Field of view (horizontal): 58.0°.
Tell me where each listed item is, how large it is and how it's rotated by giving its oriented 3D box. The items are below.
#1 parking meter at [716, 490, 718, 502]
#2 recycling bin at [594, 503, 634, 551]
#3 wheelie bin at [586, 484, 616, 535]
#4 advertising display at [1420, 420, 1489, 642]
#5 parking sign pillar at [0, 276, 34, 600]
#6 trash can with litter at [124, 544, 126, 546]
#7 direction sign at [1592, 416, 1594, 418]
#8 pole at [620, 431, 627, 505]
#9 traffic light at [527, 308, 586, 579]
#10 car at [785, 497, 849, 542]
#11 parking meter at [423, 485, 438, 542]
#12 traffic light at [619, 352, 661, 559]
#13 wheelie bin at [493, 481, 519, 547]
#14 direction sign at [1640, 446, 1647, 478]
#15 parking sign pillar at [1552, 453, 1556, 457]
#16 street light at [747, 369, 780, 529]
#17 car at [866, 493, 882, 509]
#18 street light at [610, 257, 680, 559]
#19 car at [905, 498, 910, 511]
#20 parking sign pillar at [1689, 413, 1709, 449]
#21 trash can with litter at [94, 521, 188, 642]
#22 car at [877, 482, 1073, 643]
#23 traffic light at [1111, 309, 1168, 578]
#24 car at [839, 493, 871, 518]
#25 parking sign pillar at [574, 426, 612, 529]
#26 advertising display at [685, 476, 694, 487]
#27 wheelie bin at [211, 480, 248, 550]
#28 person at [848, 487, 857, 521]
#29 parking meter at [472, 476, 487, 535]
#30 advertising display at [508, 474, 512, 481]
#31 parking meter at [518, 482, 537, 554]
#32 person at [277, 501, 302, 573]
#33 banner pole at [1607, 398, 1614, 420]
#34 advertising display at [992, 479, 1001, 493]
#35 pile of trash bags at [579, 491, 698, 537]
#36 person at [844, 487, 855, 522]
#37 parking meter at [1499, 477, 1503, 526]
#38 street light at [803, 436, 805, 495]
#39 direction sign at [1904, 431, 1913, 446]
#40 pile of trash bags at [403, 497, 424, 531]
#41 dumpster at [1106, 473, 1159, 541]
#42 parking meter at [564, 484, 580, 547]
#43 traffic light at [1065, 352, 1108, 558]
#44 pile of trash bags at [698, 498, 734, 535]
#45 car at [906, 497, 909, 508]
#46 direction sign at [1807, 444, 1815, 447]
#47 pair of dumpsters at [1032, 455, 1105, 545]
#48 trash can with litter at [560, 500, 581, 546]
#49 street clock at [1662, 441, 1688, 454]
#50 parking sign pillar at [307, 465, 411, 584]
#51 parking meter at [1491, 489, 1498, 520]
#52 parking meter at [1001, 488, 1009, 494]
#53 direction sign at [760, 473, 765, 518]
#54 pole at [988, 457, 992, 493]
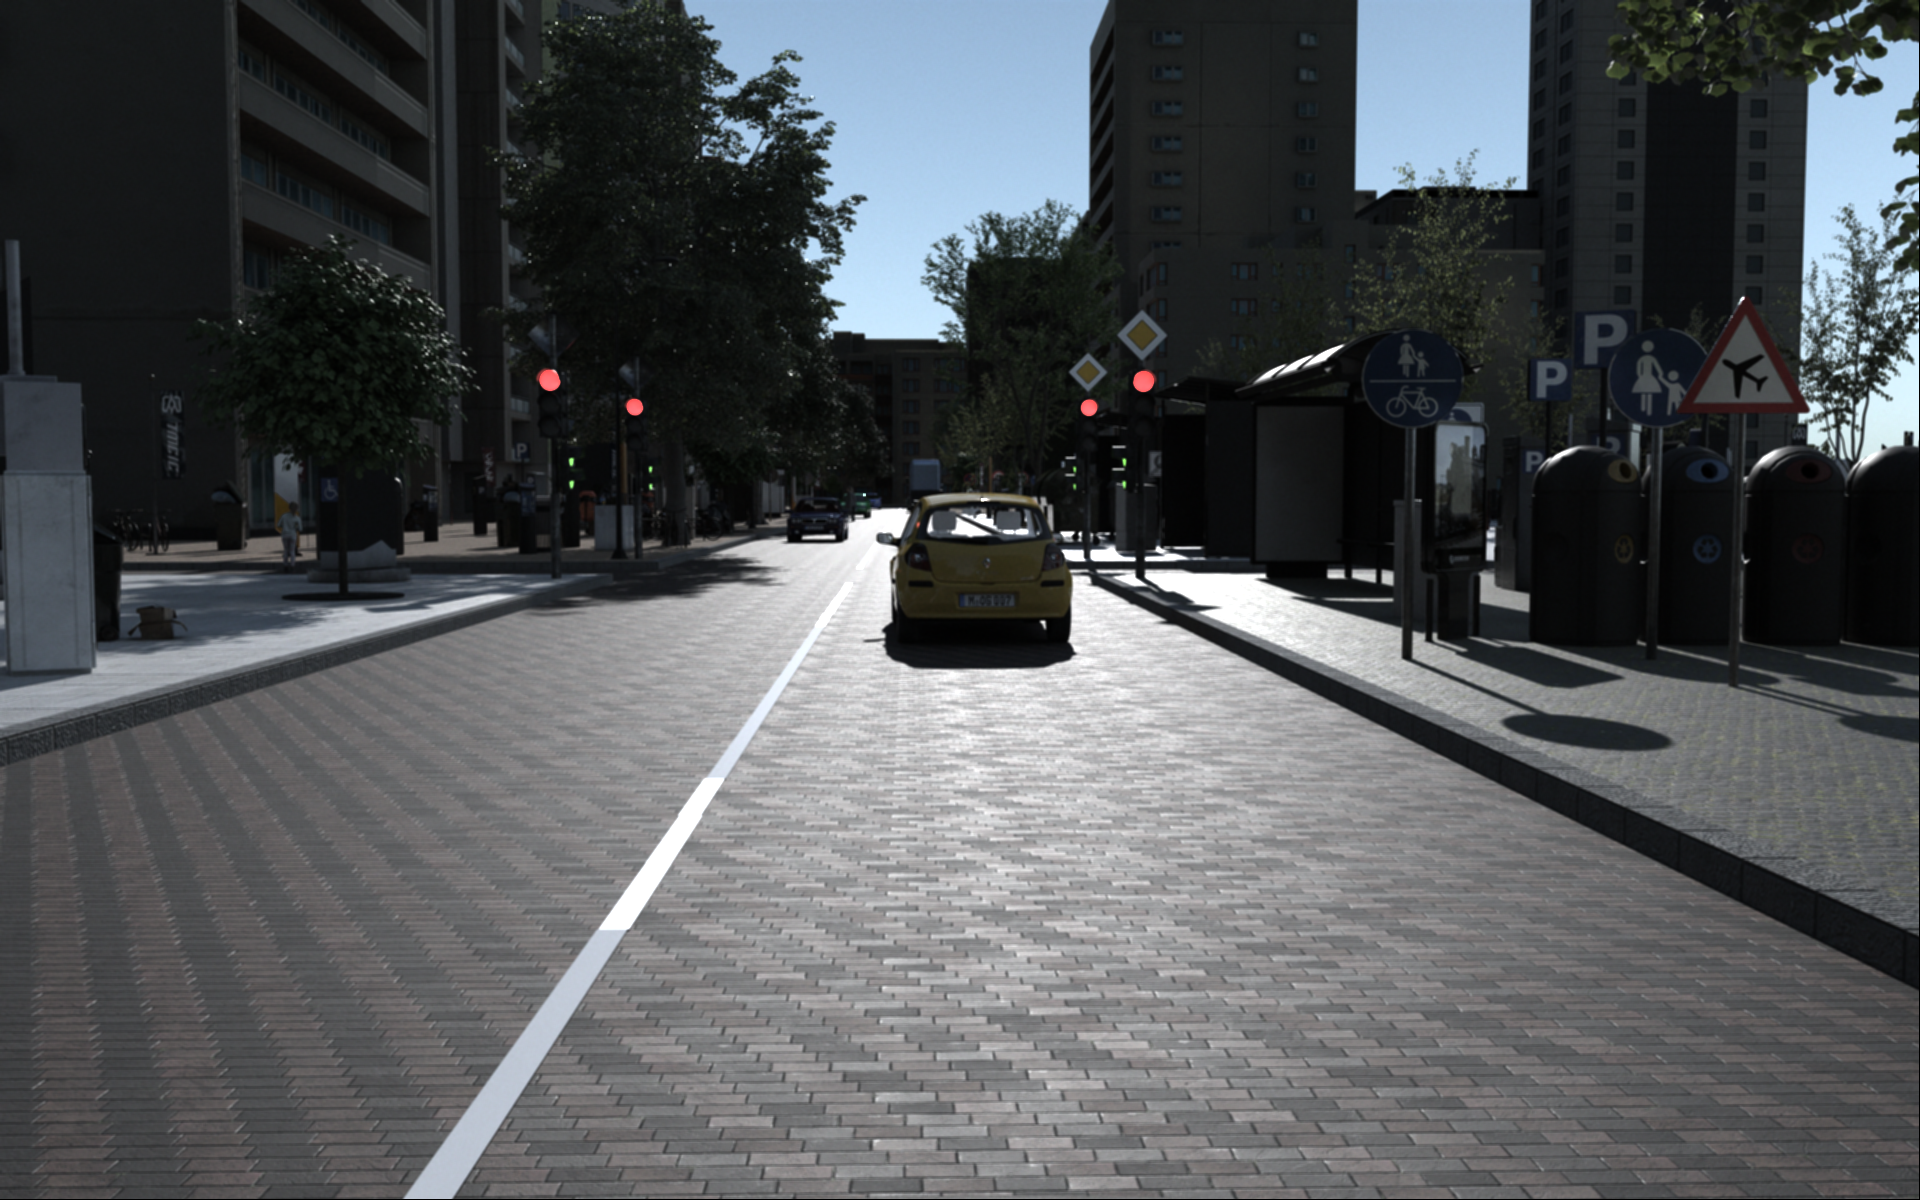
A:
[{"bbox_3d":[-13.573,-5.461,97.705,0.372,1.533,0.369,0,3,0],"label":"parking meter"},{"bbox_3d":[-7.852,-1.638,39.336,0.722,1.027,0.722,0,4,7],"label":"recycling bin"},{"bbox_3d":[-11.238,-2.816,53.951,0.980,1.594,0.693,3,5,42],"label":"wheelie bin"},{"bbox_3d":[4.375,-0.618,15.321,0.123,1.923,0.974,3,5,44],"label":"advertising display"},{"bbox_3d":[-12.122,-2.010,21.329,1.447,3.967,1.447,-2,4,-30],"label":"parking sign pillar"},{"bbox_3d":[-21.646,-1.942,42.806,2.233,1.210,1.678,2,4,23],"label":"trash can with litter"},{"bbox_3d":[18.399,-3.576,50.457,0.379,3.537,0.876,1,4,22],"label":"direction sign"},{"bbox_3d":[-10.810,-3.782,55.675,0.158,3.312,0.155,0,3,0],"label":"pole"},{"bbox_3d":[-6.112,-2.279,26.184,0.839,4.253,0.868,0,4,-2],"label":"traffic light"},{"bbox_3d":[-4.380,-2.503,53.503,1.945,1.354,3.894,0,4,-1],"label":"car"},{"bbox_3d":[-14.336,-2.354,46.902,0.372,1.533,0.369,0,3,0],"label":"parking meter"},{"bbox_3d":[-6.341,-2.767,34.165,0.839,4.253,0.868,0,4,-2],"label":"traffic light"},{"bbox_3d":[-10.924,-2.096,42.170,0.980,1.594,0.693,3,5,42],"label":"wheelie bin"},{"bbox_3d":[32.502,-5.484,81.657,0.876,3.537,0.379,2,4,35],"label":"direction sign"},{"bbox_3d":[36.250,-7.181,105.881,1.447,3.967,1.447,0,4,8],"label":"parking sign pillar"},{"bbox_3d":[-7.164,-5.600,64.097,1.470,5.913,1.316,0,4,-2],"label":"street light"},{"bbox_3d":[-8.388,-9.482,164.615,1.945,1.707,3.694,0,3,0],"label":"car"},{"bbox_3d":[-6.192,-3.763,34.061,1.470,5.913,1.316,0,4,-2],"label":"street light"},{"bbox_3d":[-3.705,-8.502,150.802,2.131,1.459,4.920,0,4,-2],"label":"car"},{"bbox_3d":[21.833,-3.835,51.180,1.447,3.967,1.447,2,4,26],"label":"parking sign pillar"},{"bbox_3d":[-7.407,-0.238,15.283,1.055,1.170,0.624,-1,4,-23],"label":"trash can with litter"},{"bbox_3d":[0.141,-0.484,18.141,2.015,1.641,3.980,0,4,-3],"label":"car"},{"bbox_3d":[2.745,-2.296,26.453,0.839,4.253,0.868,0,4,-2],"label":"traffic light"},{"bbox_3d":[-6.306,-5.809,103.766,1.959,1.807,4.718,0,3,0],"label":"car"},{"bbox_3d":[-13.649,-4.646,64.434,1.447,3.967,1.447,-2,4,-25],"label":"parking sign pillar"},{"bbox_3d":[-10.055,-3.496,62.376,0.974,1.923,0.123,-2,4,-31],"label":"advertising display"},{"bbox_3d":[-16.740,-1.944,39.692,0.693,1.594,0.980,-1,4,-13],"label":"wheelie bin"},{"bbox_3d":[-5.819,-5.062,91.454,0.709,1.800,0.728,1,4,22],"label":"person"},{"bbox_3d":[-15.217,-3.006,54.862,0.399,1.863,0.255,-3,5,-41],"label":"parking meter"},{"bbox_3d":[-14.359,-3.066,55.340,0.123,1.923,0.974,-1,4,-15],"label":"advertising display"},{"bbox_3d":[-9.241,-1.748,36.996,0.372,1.533,0.369,0,3,0],"label":"parking meter"},{"bbox_3d":[-12.169,-1.141,31.441,0.425,1.301,0.394,-1,4,-23],"label":"person"},{"bbox_3d":[16.685,-3.334,44.529,0.401,3.779,0.863,2,4,31],"label":"banner pole"},{"bbox_3d":[1.549,-4.153,73.119,0.123,1.923,0.974,-1,4,-15],"label":"advertising display"},{"bbox_3d":[-9.853,-2.603,52.308,3.447,1.369,1.912,0,4,0],"label":"pile of trash bags"},{"bbox_3d":[-5.780,-4.951,89.551,0.767,1.812,0.694,-1,4,-15],"label":"person"},{"bbox_3d":[15.871,-2.722,50.218,0.399,1.863,0.255,0,4,-4],"label":"parking meter"},{"bbox_3d":[-7.913,-7.407,93.647,1.470,5.913,1.316,0,4,-2],"label":"street light"},{"bbox_3d":[34.378,-4.333,62.849,0.876,3.537,0.379,-3,5,-44],"label":"direction sign"},{"bbox_3d":[-19.315,-3.049,59.596,1.912,1.369,3.447,0,4,0],"label":"pile of trash bags"},{"bbox_3d":[4.675,-2.508,46.758,1.264,1.857,1.865,0,4,-2],"label":"dumpster"},{"bbox_3d":[-9.390,-2.048,41.892,0.372,1.533,0.369,0,3,0],"label":"parking meter"},{"bbox_3d":[2.516,-2.784,34.434,0.839,4.253,0.868,0,4,-2],"label":"traffic light"},{"bbox_3d":[-8.891,-2.792,55.394,3.447,1.369,1.912,2,4,24],"label":"pile of trash bags"},{"bbox_3d":[-4.683,-10.295,180.677,2.083,1.381,4.827,0,4,-3],"label":"car"},{"bbox_3d":[38.498,-5.321,78.992,0.876,3.537,0.379,0,4,-3],"label":"direction sign"},{"bbox_3d":[2.821,-2.616,45.263,1.574,2.255,4.437,0,4,-2],"label":"pair of dumpsters"},{"bbox_3d":[-9.789,-1.934,43.000,0.624,1.170,1.055,-2,4,-27],"label":"trash can with litter"},{"bbox_3d":[9.870,-1.186,23.954,0.471,2.002,0.358,-3,5,-41],"label":"street clock"},{"bbox_3d":[-8.853,-2.260,25.417,1.447,3.967,1.447,1,4,15],"label":"parking sign pillar"},{"bbox_3d":[26.545,-4.744,85.967,0.372,1.533,0.369,0,3,0],"label":"parking meter"},{"bbox_3d":[1.988,-4.152,76.298,0.372,1.533,0.369,0,3,0],"label":"parking meter"},{"bbox_3d":[-10.468,-6.077,91.356,0.379,3.537,0.876,-2,4,-26],"label":"direction sign"},{"bbox_3d":[1.633,-6.153,94.443,0.158,3.312,0.155,0,3,0],"label":"pole"}]
